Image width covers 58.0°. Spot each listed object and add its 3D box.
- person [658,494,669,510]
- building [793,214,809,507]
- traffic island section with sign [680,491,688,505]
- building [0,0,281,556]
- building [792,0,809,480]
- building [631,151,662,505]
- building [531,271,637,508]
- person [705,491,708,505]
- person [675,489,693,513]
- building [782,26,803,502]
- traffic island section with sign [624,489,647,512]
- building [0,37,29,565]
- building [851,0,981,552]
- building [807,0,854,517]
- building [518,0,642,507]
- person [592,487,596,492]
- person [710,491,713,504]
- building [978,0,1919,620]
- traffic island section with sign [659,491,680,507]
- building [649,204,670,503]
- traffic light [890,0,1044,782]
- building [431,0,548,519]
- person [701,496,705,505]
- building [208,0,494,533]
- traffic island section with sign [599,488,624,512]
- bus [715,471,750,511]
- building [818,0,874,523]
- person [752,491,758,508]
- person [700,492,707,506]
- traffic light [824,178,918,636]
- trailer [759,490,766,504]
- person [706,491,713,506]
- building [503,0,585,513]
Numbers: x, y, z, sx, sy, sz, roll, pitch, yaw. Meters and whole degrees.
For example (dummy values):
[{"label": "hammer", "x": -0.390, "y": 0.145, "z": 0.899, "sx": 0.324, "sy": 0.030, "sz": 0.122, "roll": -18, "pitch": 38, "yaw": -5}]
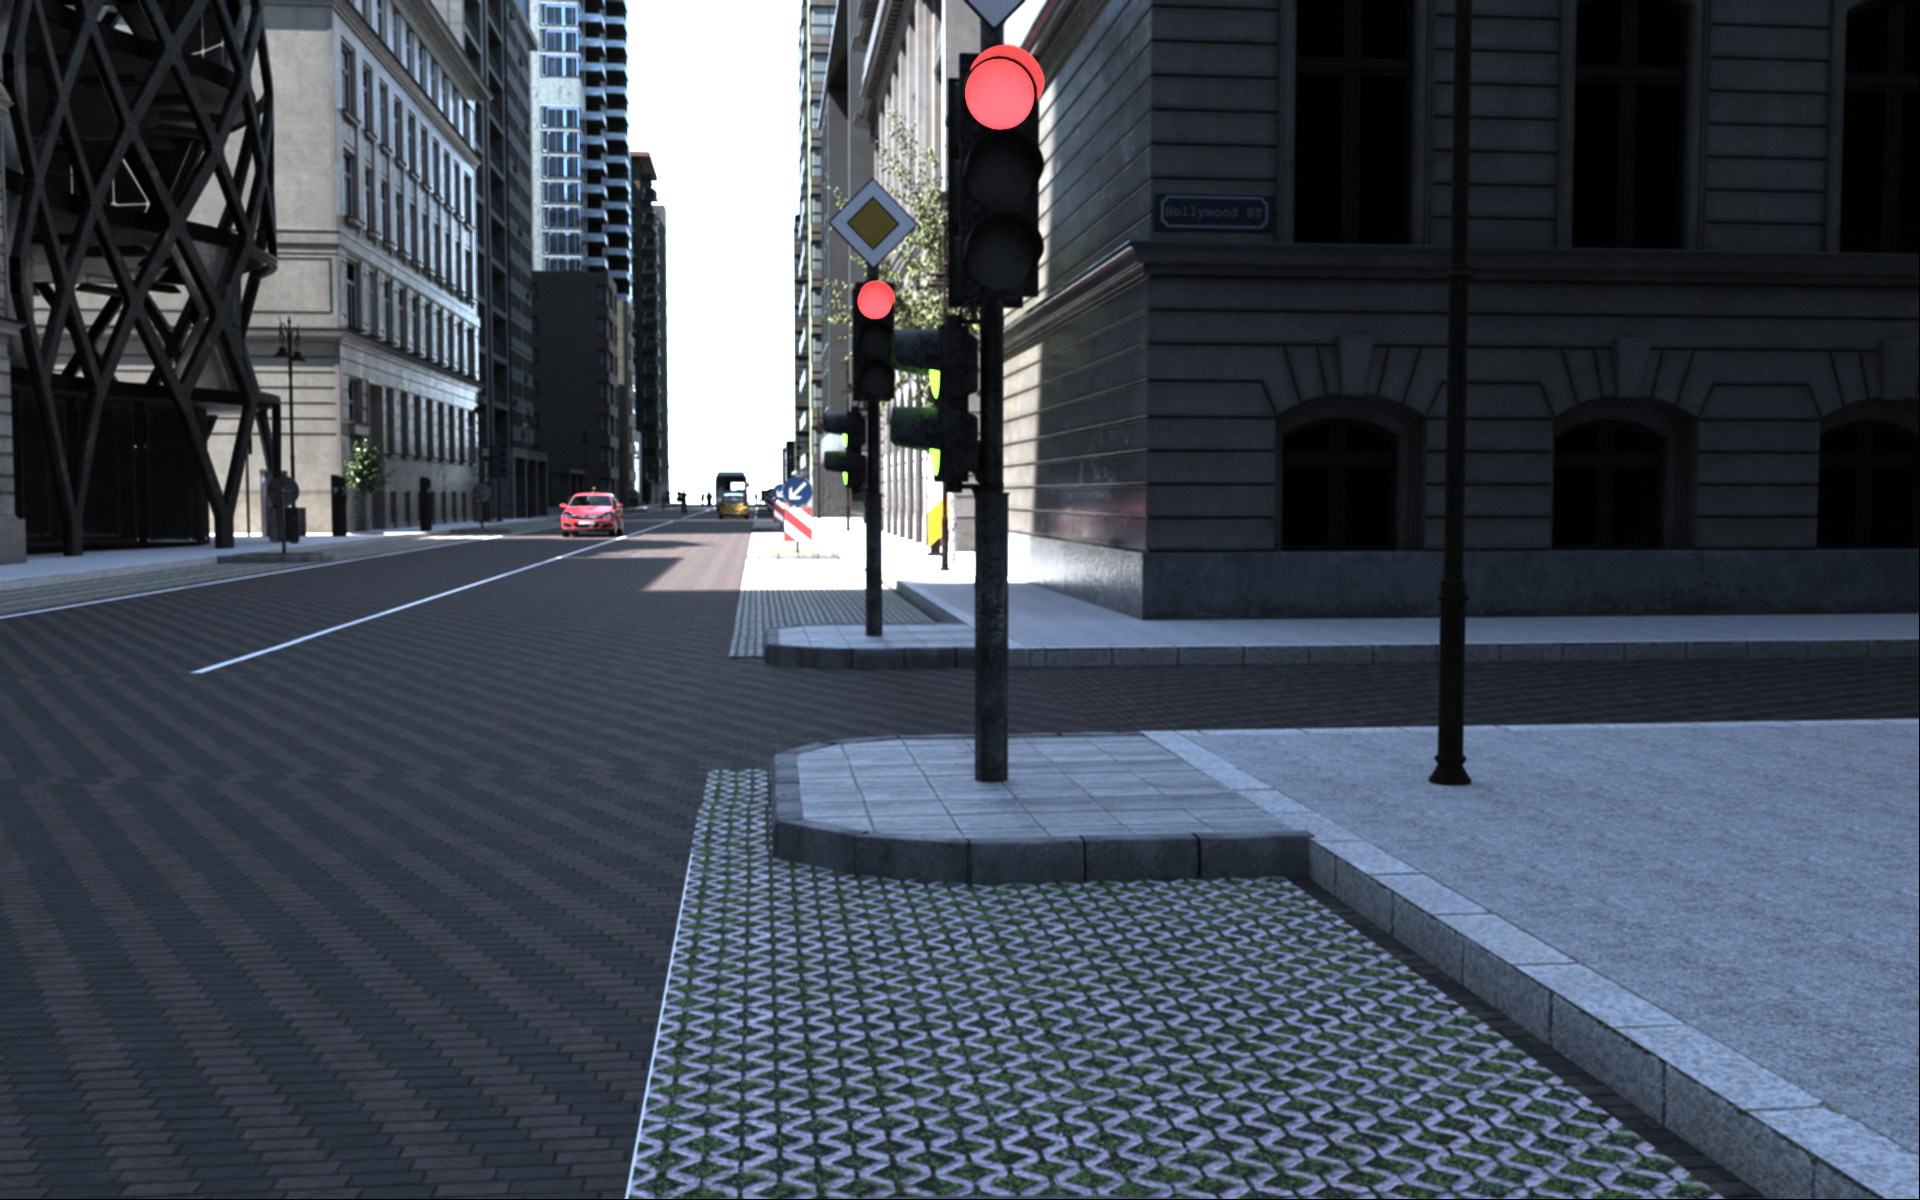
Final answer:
[{"label": "person", "x": -26.382, "y": -8.705, "z": 154.058, "sx": 0.991, "sy": 1.433, "sz": 0.599, "roll": -1, "pitch": 4, "yaw": -15}, {"label": "building", "x": -10.395, "y": -25.059, "z": 181.414, "sx": 14.160, "sy": 30.474, "sz": 14.107, "roll": 0, "pitch": 4, "yaw": -7}, {"label": "traffic island section with sign", "x": -35.842, "y": -13.018, "z": 221.464, "sx": 1.989, "sy": 1.847, "sz": 2.006, "roll": 0, "pitch": 4, "yaw": -7}, {"label": "building", "x": -25.440, "y": -10.590, "z": 40.604, "sx": 16.820, "sy": 18.784, "sz": 16.811, "roll": 0, "pitch": 4, "yaw": -7}, {"label": "building", "x": -2.755, "y": -32.545, "z": 151.713, "sx": 23.786, "sy": 49.044, "sz": 30.456, "roll": 0, "pitch": 4, "yaw": -7}, {"label": "building", "x": -48.887, "y": -34.282, "z": 215.134, "sx": 22.147, "sy": 44.769, "sz": 28.867, "roll": 0, "pitch": 4, "yaw": -7}, {"label": "building", "x": -42.744, "y": -18.516, "z": 147.769, "sx": 27.650, "sy": 21.520, "sz": 28.899, "roll": 0, "pitch": 4, "yaw": -7}, {"label": "person", "x": -31.853, "y": -12.835, "z": 218.495, "sx": 0.705, "sy": 1.807, "sz": 1.348, "roll": -2, "pitch": 4, "yaw": -26}, {"label": "person", "x": -20.573, "y": -7.380, "z": 129.096, "sx": 1.348, "sy": 1.831, "sz": 0.705, "roll": 0, "pitch": 4, "yaw": 3}, {"label": "building", "x": -12.822, "y": -56.304, "z": 233.234, "sx": 22.319, "sy": 86.520, "sz": 31.000, "roll": 0, "pitch": 4, "yaw": -7}, {"label": "traffic island section with sign", "x": -26.461, "y": -8.072, "z": 140.611, "sx": 1.989, "sy": 1.847, "sz": 2.006, "roll": 0, "pitch": 4, "yaw": -7}, {"label": "building", "x": -21.030, "y": -9.636, "z": 22.172, "sx": 10.561, "sy": 19.102, "sz": 19.286, "roll": 0, "pitch": 4, "yaw": -7}, {"label": "building", "x": 4.169, "y": -12.715, "z": 49.688, "sx": 13.314, "sy": 21.916, "sz": 24.055, "roll": 0, "pitch": 4, "yaw": -7}, {"label": "building", "x": -1.943, "y": -25.575, "z": 101.743, "sx": 14.154, "sy": 41.232, "sz": 14.086, "roll": 0, "pitch": 4, "yaw": -7}, {"label": "building", "x": -45.234, "y": -53.291, "z": 183.971, "sx": 22.319, "sy": 86.520, "sz": 31.000, "roll": 0, "pitch": 4, "yaw": -7}, {"label": "person", "x": -19.649, "y": -5.171, "z": 93.122, "sx": 0.705, "sy": 1.814, "sz": 1.350, "roll": 2, "pitch": 4, "yaw": 32}, {"label": "person", "x": -35.341, "y": -14.576, "z": 246.685, "sx": 0.599, "sy": 1.838, "sz": 0.709, "roll": 0, "pitch": 4, "yaw": -2}, {"label": "building", "x": 18.082, "y": -12.528, "z": 23.922, "sx": 34.723, "sy": 24.649, "sz": 14.460, "roll": 0, "pitch": 4, "yaw": -7}, {"label": "traffic island section with sign", "x": -32.676, "y": -11.339, "z": 194.012, "sx": 1.989, "sy": 1.847, "sz": 2.006, "roll": 0, "pitch": 4, "yaw": -7}, {"label": "building", "x": -47.404, "y": -33.863, "z": 237.252, "sx": 14.154, "sy": 41.232, "sz": 14.086, "roll": 0, "pitch": 4, "yaw": -7}, {"label": "traffic light", "x": 0.122, "y": -1.146, "z": 7.661, "sx": 0.839, "sy": 4.253, "sz": 0.868, "roll": 0, "pitch": 4, "yaw": -7}, {"label": "building", "x": -34.611, "y": -40.310, "z": 97.323, "sx": 20.563, "sy": 71.187, "sz": 20.611, "roll": 0, "pitch": 4, "yaw": -7}, {"label": "person", "x": -32.232, "y": -12.553, "z": 216.978, "sx": 0.421, "sy": 1.427, "sz": 0.697, "roll": 2, "pitch": 4, "yaw": 25}, {"label": "building", "x": -29.046, "y": -14.441, "z": 69.398, "sx": 16.112, "sy": 22.955, "sz": 30.059, "roll": 0, "pitch": 4, "yaw": -7}, {"label": "traffic island section with sign", "x": -23.365, "y": -6.435, "z": 113.834, "sx": 1.989, "sy": 1.847, "sz": 2.006, "roll": 0, "pitch": 4, "yaw": -7}, {"label": "bus", "x": -19.263, "y": -9.273, "z": 146.471, "sx": 2.948, "sy": 3.499, "sz": 13.247, "roll": 0, "pitch": 4, "yaw": -7}, {"label": "building", "x": 1.400, "y": -15.743, "z": 76.470, "sx": 14.314, "sy": 24.678, "sz": 30.058, "roll": 0, "pitch": 4, "yaw": -7}, {"label": "person", "x": -21.493, "y": -10.566, "z": 181.705, "sx": 0.568, "sy": 1.767, "sz": 0.683, "roll": 0, "pitch": 4, "yaw": 1}, {"label": "person", "x": -30.167, "y": -11.852, "z": 202.998, "sx": 1.217, "sy": 1.735, "sz": 0.721, "roll": 0, "pitch": 4, "yaw": 0}, {"label": "traffic light", "x": -0.798, "y": -1.631, "z": 15.593, "sx": 0.839, "sy": 4.253, "sz": 0.868, "roll": 0, "pitch": 4, "yaw": -7}, {"label": "trailer", "x": -27.407, "y": -14.412, "z": 242.686, "sx": 1.471, "sy": 1.999, "sz": 3.904, "roll": 0, "pitch": 4, "yaw": -6}, {"label": "person", "x": -30.282, "y": -12.274, "z": 209.169, "sx": 0.705, "sy": 1.826, "sz": 1.348, "roll": 2, "pitch": 4, "yaw": 30}, {"label": "building", "x": -43.083, "y": -26.191, "z": 120.102, "sx": 32.217, "sy": 40.220, "sz": 23.993, "roll": 0, "pitch": 4, "yaw": -7}]
